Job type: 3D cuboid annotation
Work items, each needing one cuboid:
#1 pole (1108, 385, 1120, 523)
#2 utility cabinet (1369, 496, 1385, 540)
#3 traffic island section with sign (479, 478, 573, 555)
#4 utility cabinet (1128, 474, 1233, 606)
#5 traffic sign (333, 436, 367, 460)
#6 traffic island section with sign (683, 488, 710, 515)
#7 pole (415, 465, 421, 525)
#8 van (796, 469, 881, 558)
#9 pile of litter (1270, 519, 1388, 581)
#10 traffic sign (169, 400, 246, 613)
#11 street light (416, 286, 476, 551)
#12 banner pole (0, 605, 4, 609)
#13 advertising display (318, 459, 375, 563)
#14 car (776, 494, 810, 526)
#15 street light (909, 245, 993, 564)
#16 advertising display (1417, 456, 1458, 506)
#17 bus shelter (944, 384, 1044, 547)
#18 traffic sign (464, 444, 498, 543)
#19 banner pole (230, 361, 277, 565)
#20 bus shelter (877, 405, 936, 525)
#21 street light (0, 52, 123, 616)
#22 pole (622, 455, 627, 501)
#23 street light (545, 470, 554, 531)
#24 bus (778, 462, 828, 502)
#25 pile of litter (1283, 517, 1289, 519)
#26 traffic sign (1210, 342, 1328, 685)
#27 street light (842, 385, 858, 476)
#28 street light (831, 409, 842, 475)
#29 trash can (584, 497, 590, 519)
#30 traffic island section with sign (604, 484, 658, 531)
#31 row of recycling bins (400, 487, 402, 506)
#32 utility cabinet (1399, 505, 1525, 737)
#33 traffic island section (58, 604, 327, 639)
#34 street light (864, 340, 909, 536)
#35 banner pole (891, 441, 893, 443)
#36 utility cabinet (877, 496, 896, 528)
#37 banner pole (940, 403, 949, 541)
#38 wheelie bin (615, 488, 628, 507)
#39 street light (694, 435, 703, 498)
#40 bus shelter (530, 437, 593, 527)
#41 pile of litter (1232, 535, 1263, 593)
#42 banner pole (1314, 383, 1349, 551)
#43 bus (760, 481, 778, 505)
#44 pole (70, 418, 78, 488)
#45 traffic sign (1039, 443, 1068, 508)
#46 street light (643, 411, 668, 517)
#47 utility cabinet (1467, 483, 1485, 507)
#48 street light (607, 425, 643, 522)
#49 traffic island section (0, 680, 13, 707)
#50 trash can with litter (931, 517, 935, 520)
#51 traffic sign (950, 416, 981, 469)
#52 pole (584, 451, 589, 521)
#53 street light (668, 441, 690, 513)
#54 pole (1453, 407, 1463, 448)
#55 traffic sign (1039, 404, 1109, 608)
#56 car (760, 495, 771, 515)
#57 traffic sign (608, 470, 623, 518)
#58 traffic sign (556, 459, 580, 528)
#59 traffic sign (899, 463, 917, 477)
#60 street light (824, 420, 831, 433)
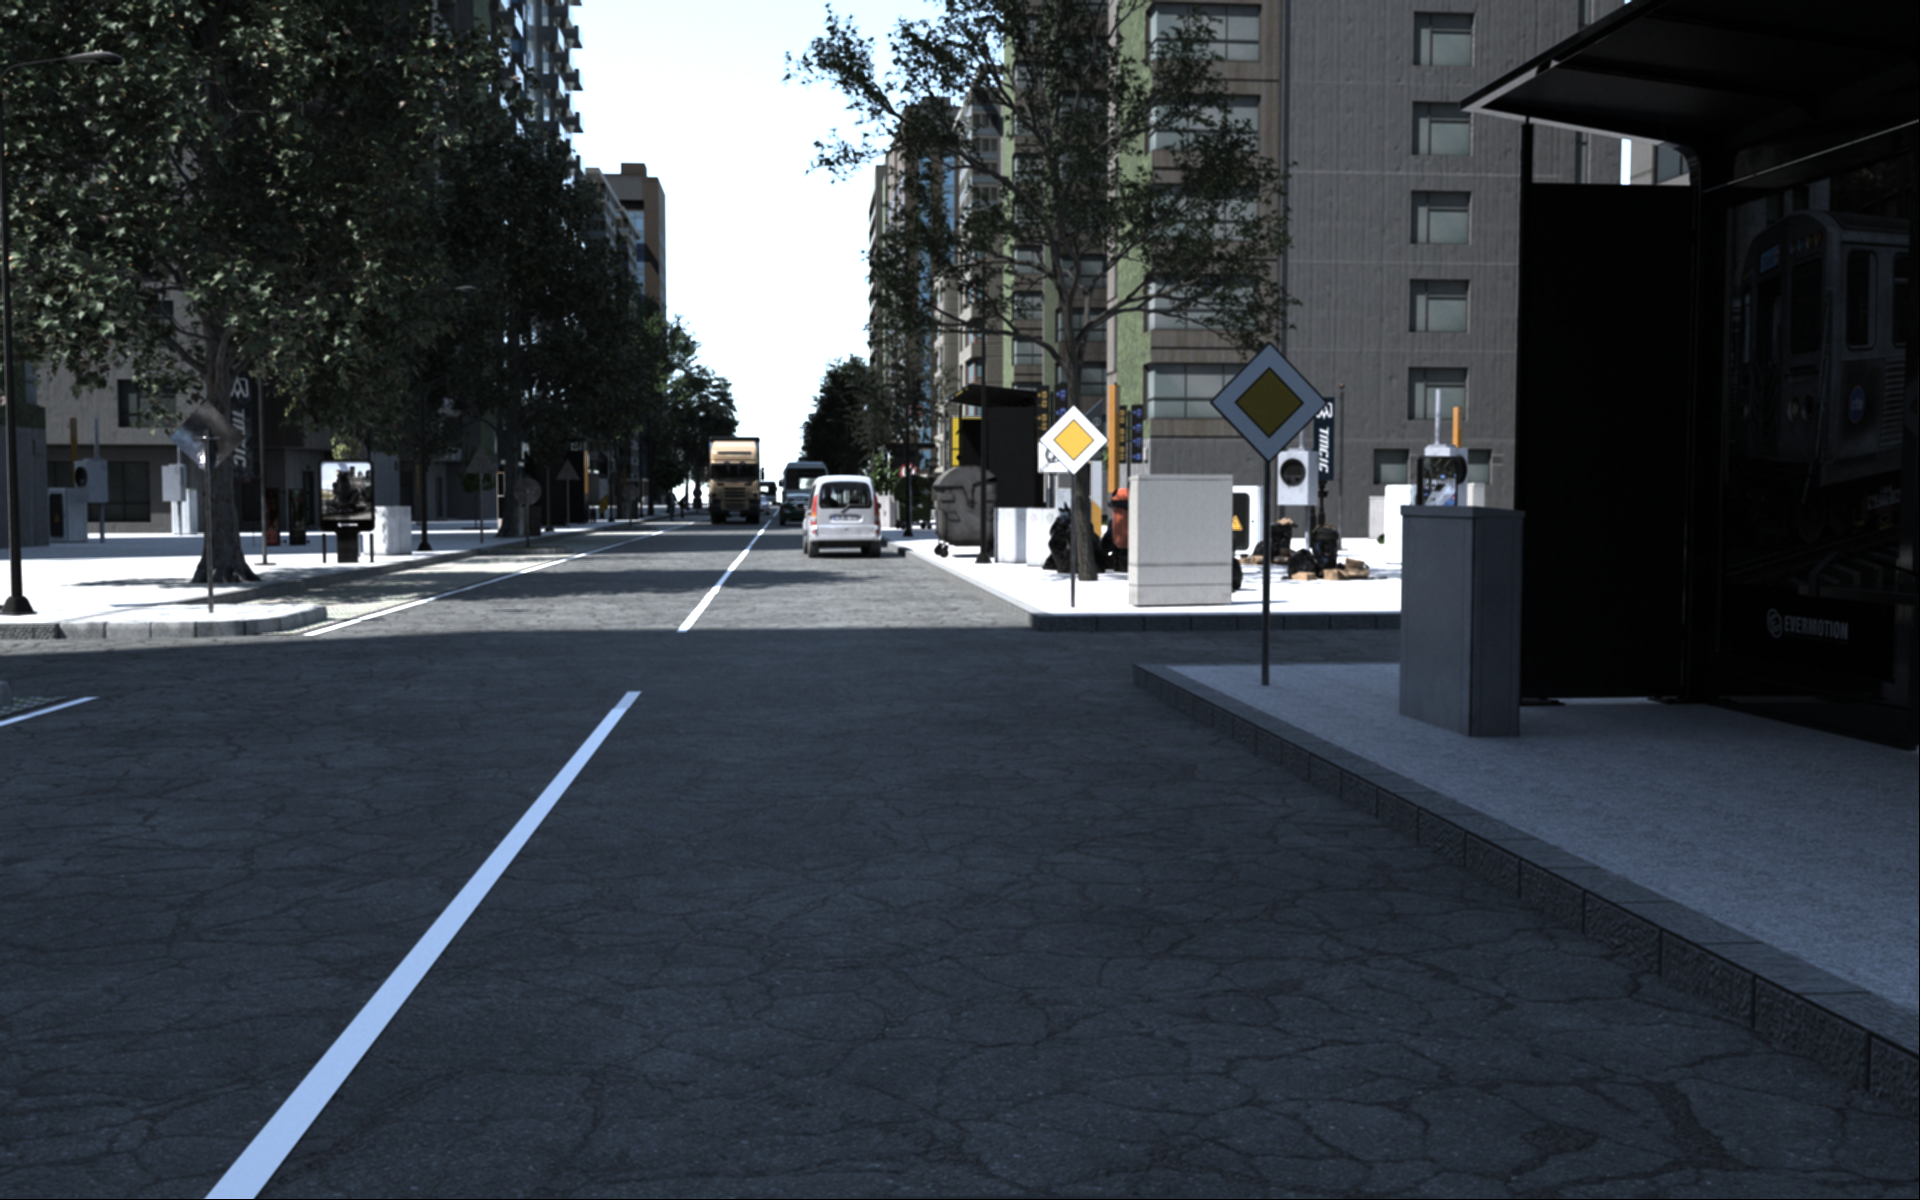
[{"bbox_3d":[2.879,-2.360,32.432,0.158,3.312,0.155,0,3,0],"label":"pole"},{"bbox_3d":[11.933,-2.273,48.324,1.020,1.237,0.306,1,4,14],"label":"utility cabinet"},{"bbox_3d":[-10.311,-1.997,41.279,1.989,1.847,2.006,0,4,-6],"label":"traffic island section with sign"},{"bbox_3d":[2.521,-0.683,19.850,1.173,1.500,0.318,-1,4,-17],"label":"utility cabinet"},{"bbox_3d":[-13.360,-2.314,37.941,0.768,2.556,0.104,0,4,2],"label":"traffic sign"},{"bbox_3d":[-17.731,-6.654,117.423,1.989,1.847,2.006,0,4,-6],"label":"traffic island section with sign"},{"bbox_3d":[-22.194,-4.712,70.883,0.158,3.312,0.155,0,3,0],"label":"pole"},{"bbox_3d":[-2.795,-2.046,40.471,2.013,2.044,4.112,0,4,-7],"label":"van"},{"bbox_3d":[5.658,-0.744,26.136,1.719,0.858,1.176,0,4,0],"label":"pile of litter"},{"bbox_3d":[-8.079,-0.917,18.627,0.795,2.450,0.064,0,4,-6],"label":"traffic sign"},{"bbox_3d":[-11.500,-4.054,38.821,1.470,5.913,1.316,0,4,-6],"label":"street light"},{"bbox_3d":[-10.754,-1.779,19.096,0.401,3.779,0.863,-3,4,-38],"label":"banner pole"},{"bbox_3d":[-11.403,-1.652,32.219,0.974,1.923,0.123,-1,4,-8],"label":"advertising display"},{"bbox_3d":[-7.463,-4.198,80.441,2.131,1.459,4.920,0,4,-6],"label":"car"},{"bbox_3d":[-0.106,-3.623,31.781,1.470,5.913,1.316,0,4,-6],"label":"street light"},{"bbox_3d":[8.132,-1.487,29.529,0.974,1.923,0.123,-3,4,-38],"label":"advertising display"},{"bbox_3d":[0.754,-2.982,40.044,1.731,3.624,6.357,0,4,-5],"label":"bus shelter"},{"bbox_3d":[-12.465,-2.757,45.079,0.884,2.594,0.081,0,4,4],"label":"traffic sign"},{"bbox_3d":[-12.760,-2.512,31.081,0.863,3.779,0.401,-3,4,-36],"label":"banner pole"},{"bbox_3d":[-2.423,-5.977,75.353,2.179,5.291,8.768,0,4,-6],"label":"bus shelter"},{"bbox_3d":[-9.498,-2.799,18.307,1.470,5.913,1.316,0,4,-6],"label":"street light"},{"bbox_3d":[-17.667,-5.954,91.195,0.158,3.312,0.155,0,3,0],"label":"pole"},{"bbox_3d":[-13.574,-5.313,59.413,1.470,5.913,1.316,0,4,-6],"label":"street light"},{"bbox_3d":[-9.479,-6.734,104.962,2.948,3.499,13.247,0,4,-6],"label":"bus"},{"bbox_3d":[5.765,-1.076,31.559,1.176,0.858,1.719,-3,4,-38],"label":"pile of litter"},{"bbox_3d":[2.048,-0.485,11.567,0.795,2.450,0.064,0,4,-6],"label":"traffic sign"},{"bbox_3d":[-4.170,-6.190,73.743,1.470,5.913,1.316,0,4,-6],"label":"street light"},{"bbox_3d":[-6.122,-7.445,94.261,1.470,5.913,1.316,0,4,-6],"label":"street light"},{"bbox_3d":[-18.446,-4.473,84.794,0.748,1.137,0.748,0,3,0],"label":"trash can"},{"bbox_3d":[-12.925,-3.638,68.108,1.989,1.847,2.006,0,4,-6],"label":"traffic island section with sign"},{"bbox_3d":[-24.797,-4.174,75.355,1.069,1.692,3.534,-1,4,-15],"label":"row of recycling bins"},{"bbox_3d":[2.772,0.095,9.617,0.306,1.237,1.020,0,4,-7],"label":"utility cabinet"},{"bbox_3d":[-8.101,0.220,18.687,2.009,0.180,2.903,0,4,-6],"label":"traffic island section"},{"bbox_3d":[-2.113,-4.878,52.294,1.470,5.913,1.316,0,4,-6],"label":"street light"},{"bbox_3d":[-3.377,-5.583,81.293,0.863,3.779,0.401,2,4,31],"label":"banner pole"},{"bbox_3d":[-2.858,-3.358,66.069,0.306,1.237,1.020,-3,4,-37],"label":"utility cabinet"},{"bbox_3d":[-0.357,-3.509,47.384,0.401,3.779,0.863,0,4,-7],"label":"banner pole"},{"bbox_3d":[-18.034,-5.194,92.824,0.980,1.594,0.693,0,4,8],"label":"wheelie bin"},{"bbox_3d":[-20.988,-10.061,137.036,1.470,5.913,1.316,0,4,-6],"label":"street light"},{"bbox_3d":[-16.211,-4.858,70.709,1.731,3.624,6.357,0,4,-5],"label":"bus shelter"},{"bbox_3d":[3.184,-0.548,22.925,1.176,0.858,1.719,2,4,32],"label":"pile of litter"},{"bbox_3d":[8.428,-3.019,39.378,0.863,3.779,0.401,1,4,22],"label":"banner pole"},{"bbox_3d":[-26.521,-14.898,238.435,2.948,3.499,13.247,0,4,-5],"label":"bus"},{"bbox_3d":[-23.841,-3.231,46.666,0.158,3.312,0.155,0,3,0],"label":"pole"},{"bbox_3d":[1.846,-1.964,34.236,0.606,2.300,0.079,0,4,1],"label":"traffic sign"},{"bbox_3d":[-17.014,-7.505,95.251,1.470,5.913,1.316,0,4,-6],"label":"street light"},{"bbox_3d":[10.181,-1.580,34.515,0.318,1.500,1.173,2,4,26],"label":"utility cabinet"},{"bbox_3d":[-15.610,-6.578,80.085,1.470,5.913,1.316,0,4,-6],"label":"street light"},{"bbox_3d":[-7.327,0.706,10.739,2.009,0.180,2.903,0,4,-6],"label":"traffic island section"},{"bbox_3d":[-1.912,-4.591,86.125,2.233,1.210,1.678,2,4,34],"label":"trash can with litter"},{"bbox_3d":[0.879,-3.122,44.920,2.265,3.308,0.079,0,4,3],"label":"traffic sign"},{"bbox_3d":[-17.596,-5.370,81.644,0.158,3.312,0.155,0,3,0],"label":"pole"},{"bbox_3d":[-19.035,-8.774,116.000,1.470,5.913,1.316,0,4,-6],"label":"street light"},{"bbox_3d":[11.642,-2.860,40.599,0.158,3.312,0.155,0,3,0],"label":"pole"},{"bbox_3d":[1.273,-0.971,19.515,0.795,2.450,0.064,0,4,-6],"label":"traffic sign"},{"bbox_3d":[-14.213,-6.644,120.995,2.083,1.381,4.827,0,4,-6],"label":"car"},{"bbox_3d":[-18.362,-5.628,92.017,0.884,2.594,0.081,0,4,2],"label":"traffic sign"},{"bbox_3d":[-14.680,-3.966,64.843,0.884,2.594,0.081,0,4,1],"label":"traffic sign"},{"bbox_3d":[-2.098,-4.304,70.474,0.768,2.556,0.104,0,4,4],"label":"traffic sign"},{"bbox_3d":[-7.617,-8.298,108.208,1.470,5.913,1.316,0,4,-6],"label":"street light"}]
